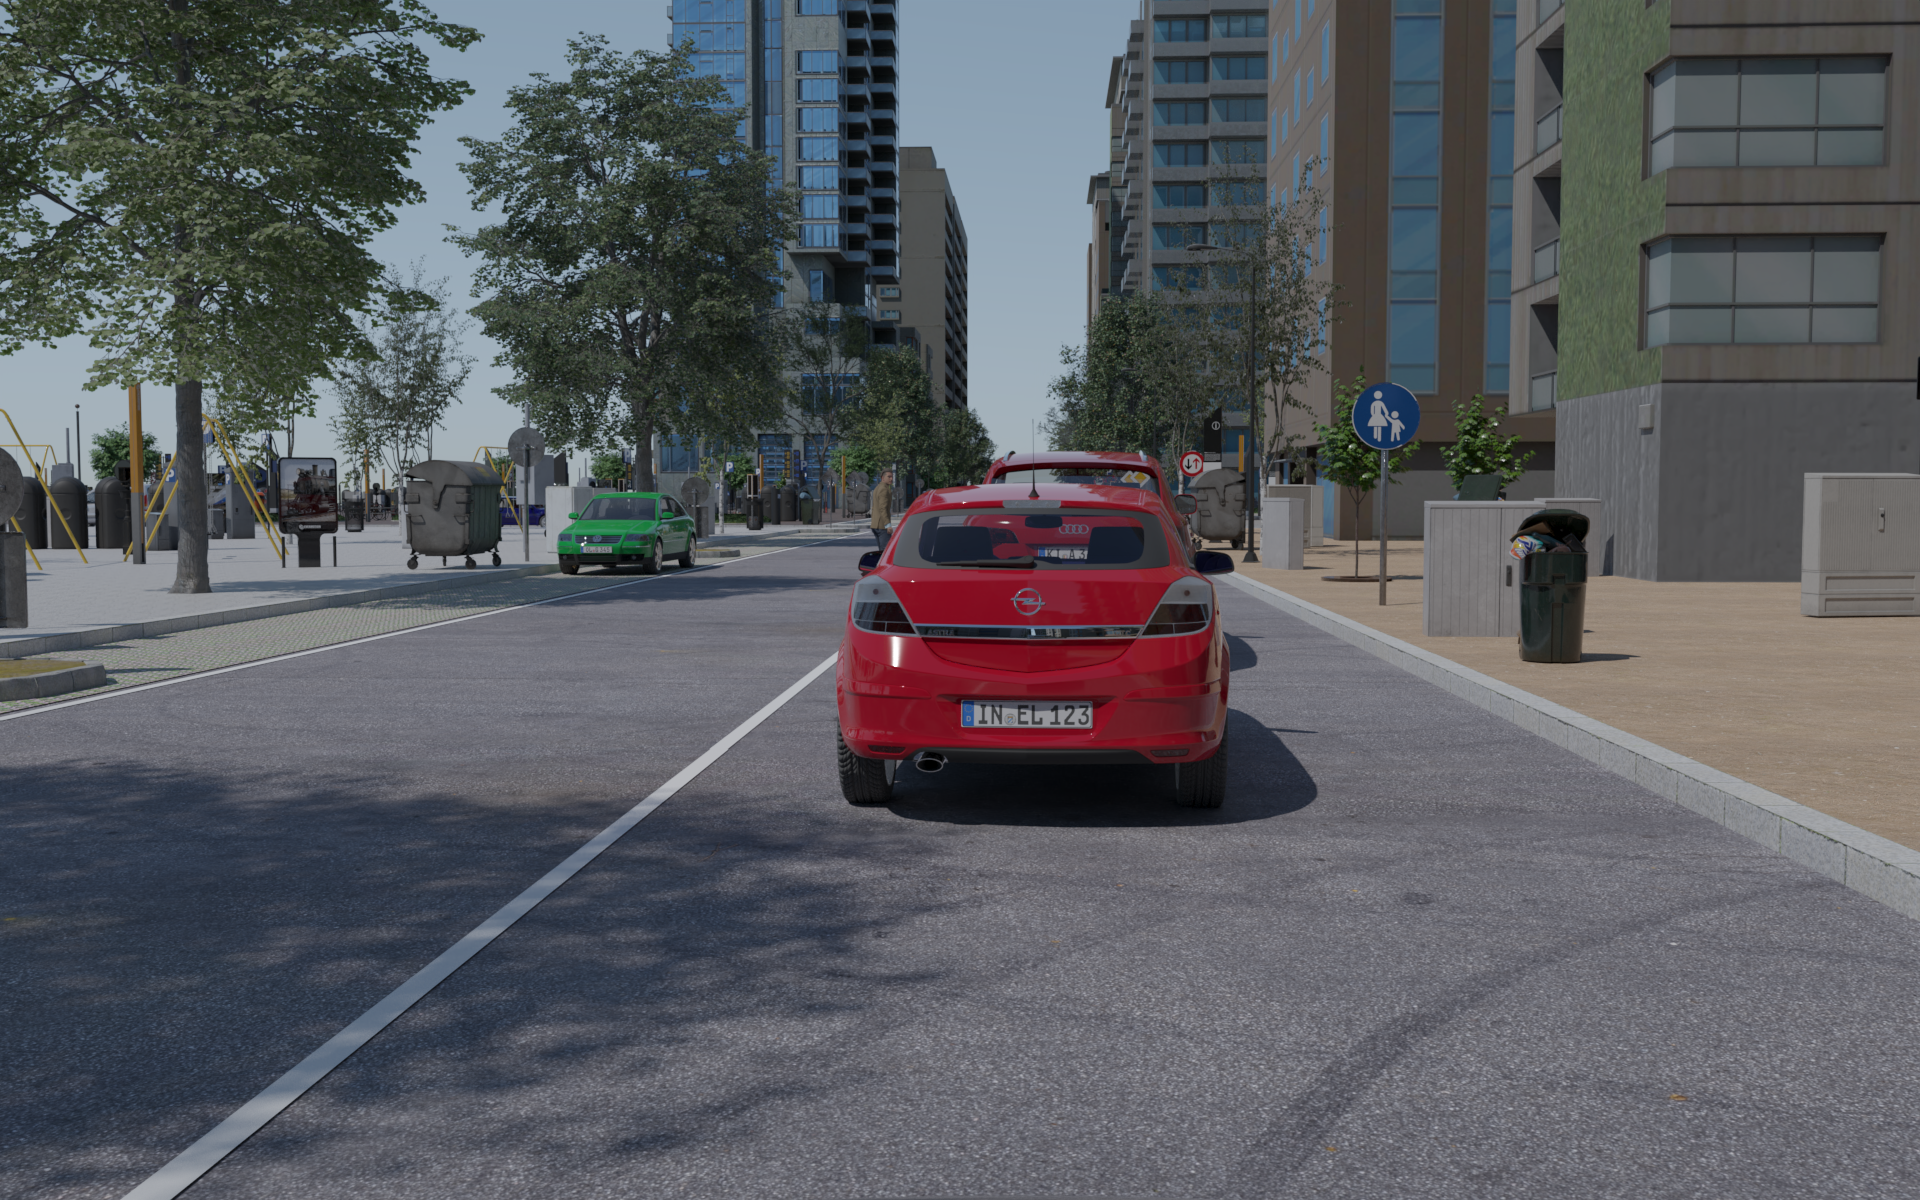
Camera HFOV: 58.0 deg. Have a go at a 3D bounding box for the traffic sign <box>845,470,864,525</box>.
[{"bbox_3d":[-4.429,-4.218,72.614,0.795,2.450,0.064,0,4,3],"label":"traffic sign"}]

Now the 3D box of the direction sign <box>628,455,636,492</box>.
[{"bbox_3d":[-18.808,-6.591,99.756,0.876,3.537,0.379,0,4,-3],"label":"direction sign"}]

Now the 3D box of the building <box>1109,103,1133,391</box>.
[{"bbox_3d":[22.827,-30.631,184.407,14.154,41.232,14.086,0,4,3],"label":"building"}]

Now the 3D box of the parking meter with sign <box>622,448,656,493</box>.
[{"bbox_3d":[-11.879,-4.236,65.517,1.738,3.016,0.543,1,4,20],"label":"parking meter with sign"}]

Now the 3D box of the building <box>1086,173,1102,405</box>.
[{"bbox_3d":[34.813,-42.042,276.630,28.713,52.752,27.495,0,4,3],"label":"building"}]

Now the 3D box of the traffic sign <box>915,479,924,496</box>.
[{"bbox_3d":[-3.357,-8.796,143.918,0.768,2.556,0.104,0,4,5],"label":"traffic sign"}]

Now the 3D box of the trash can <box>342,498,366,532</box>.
[{"bbox_3d":[-20.338,-2.844,58.152,0.748,1.137,0.748,0,3,0],"label":"trash can"}]

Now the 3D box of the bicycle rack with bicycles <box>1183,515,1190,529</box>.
[{"bbox_3d":[8.097,-2.902,60.831,2.925,0.926,2.852,0,4,2],"label":"bicycle rack with bicycles"}]

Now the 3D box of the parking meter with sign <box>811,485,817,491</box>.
[{"bbox_3d":[-12.024,-8.854,141.017,0.543,3.016,1.738,3,5,41],"label":"parking meter with sign"}]

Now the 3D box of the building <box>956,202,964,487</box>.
[{"bbox_3d":[-10.935,-39.313,266.471,21.300,48.544,21.600,0,4,3],"label":"building"}]

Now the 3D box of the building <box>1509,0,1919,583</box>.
[{"bbox_3d":[17.479,-21.213,30.430,14.154,41.232,14.086,0,4,3],"label":"building"}]

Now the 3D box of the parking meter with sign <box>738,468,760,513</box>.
[{"bbox_3d":[-14.223,-7.373,116.815,0.543,3.016,1.738,3,5,44],"label":"parking meter with sign"}]

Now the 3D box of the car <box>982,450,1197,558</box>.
[{"bbox_3d":[1.081,-0.450,16.023,2.281,1.827,5.304,0,4,4],"label":"car"}]

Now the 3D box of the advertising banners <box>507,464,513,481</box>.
[{"bbox_3d":[-25.937,-6.451,101.661,0.090,3.025,2.074,1,4,20],"label":"advertising banners"}]

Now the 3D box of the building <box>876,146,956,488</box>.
[{"bbox_3d":[-12.166,-37.997,244.946,21.300,48.544,21.600,0,4,3],"label":"building"}]

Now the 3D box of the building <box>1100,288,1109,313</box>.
[{"bbox_3d":[26.517,-28.786,242.357,14.160,30.474,14.107,0,4,3],"label":"building"}]

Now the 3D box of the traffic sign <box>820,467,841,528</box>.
[{"bbox_3d":[-4.818,-3.731,64.638,0.795,2.450,0.064,0,4,3],"label":"traffic sign"}]

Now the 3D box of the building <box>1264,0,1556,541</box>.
[{"bbox_3d":[17.269,-24.607,52.443,14.600,45.320,14.200,0,4,3],"label":"building"}]

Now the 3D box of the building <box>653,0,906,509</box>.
[{"bbox_3d":[-15.881,-51.981,162.565,22.319,86.520,31.000,0,4,3],"label":"building"}]

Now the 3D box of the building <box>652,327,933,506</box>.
[{"bbox_3d":[-17.766,-21.380,194.600,27.650,21.520,28.899,0,4,3],"label":"building"}]

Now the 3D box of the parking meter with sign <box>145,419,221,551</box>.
[{"bbox_3d":[-17.898,-2.658,39.719,0.543,3.016,1.738,1,4,18],"label":"parking meter with sign"}]

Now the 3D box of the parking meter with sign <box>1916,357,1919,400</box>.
[{"bbox_3d":[12.824,-1.539,21.429,0.543,3.016,1.738,-2,4,-35],"label":"parking meter with sign"}]

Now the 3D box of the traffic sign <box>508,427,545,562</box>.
[{"bbox_3d":[-8.232,-2.003,32.862,0.768,2.556,0.104,1,4,12],"label":"traffic sign"}]

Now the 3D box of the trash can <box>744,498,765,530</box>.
[{"bbox_3d":[-7.254,-3.035,61.268,0.748,1.137,0.748,0,3,0],"label":"trash can"}]

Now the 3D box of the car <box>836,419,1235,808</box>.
[{"bbox_3d":[0.449,-0.025,9.451,2.155,1.783,4.494,0,4,4],"label":"car"}]

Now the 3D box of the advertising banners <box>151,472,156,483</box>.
[{"bbox_3d":[-64.243,-8.574,136.371,2.074,3.025,0.090,0,4,-3],"label":"advertising banners"}]

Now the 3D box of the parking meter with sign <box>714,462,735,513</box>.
[{"bbox_3d":[-12.862,-5.921,93.061,0.543,3.016,1.738,2,4,31],"label":"parking meter with sign"}]

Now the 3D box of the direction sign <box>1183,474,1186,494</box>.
[{"bbox_3d":[18.106,-9.066,140.229,0.379,3.537,0.876,2,4,26],"label":"direction sign"}]

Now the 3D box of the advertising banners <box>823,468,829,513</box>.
[{"bbox_3d":[-8.918,-7.297,115.497,0.090,3.025,2.074,-1,4,-15],"label":"advertising banners"}]

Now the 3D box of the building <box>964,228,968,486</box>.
[{"bbox_3d":[-9.829,-40.674,288.726,21.300,48.544,21.600,0,4,3],"label":"building"}]

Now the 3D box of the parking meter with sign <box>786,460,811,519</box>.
[{"bbox_3d":[-8.618,-5.708,89.584,0.543,3.016,1.738,-3,5,-43],"label":"parking meter with sign"}]

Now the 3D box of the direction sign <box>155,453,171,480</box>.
[{"bbox_3d":[-44.394,-6.397,96.595,0.876,3.537,0.379,0,4,-1],"label":"direction sign"}]

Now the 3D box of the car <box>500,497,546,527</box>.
[{"bbox_3d":[-17.515,-3.478,69.448,3.894,1.354,1.945,0,4,2],"label":"car"}]

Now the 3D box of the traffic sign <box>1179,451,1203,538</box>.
[{"bbox_3d":[6.829,-3.111,50.965,0.768,2.556,0.104,0,4,8],"label":"traffic sign"}]

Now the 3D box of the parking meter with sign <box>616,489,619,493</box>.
[{"bbox_3d":[-29.344,-9.285,148.064,0.543,3.016,1.738,1,4,18],"label":"parking meter with sign"}]

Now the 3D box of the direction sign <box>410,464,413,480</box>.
[{"bbox_3d":[-36.439,-7.528,115.087,0.379,3.537,0.876,0,4,-7],"label":"direction sign"}]

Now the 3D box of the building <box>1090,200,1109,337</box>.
[{"bbox_3d":[27.162,-37.082,256.396,14.600,45.320,14.200,0,4,3],"label":"building"}]

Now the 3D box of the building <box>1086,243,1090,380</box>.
[{"bbox_3d":[28.852,-39.652,298.412,14.600,45.320,14.200,0,4,3],"label":"building"}]

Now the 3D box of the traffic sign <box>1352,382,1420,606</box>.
[{"bbox_3d":[4.866,-1.208,19.858,0.768,2.556,0.104,0,4,6],"label":"traffic sign"}]

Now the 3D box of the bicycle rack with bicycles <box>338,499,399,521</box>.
[{"bbox_3d":[-28.722,-4.338,84.309,2.925,0.926,2.852,0,4,-1],"label":"bicycle rack with bicycles"}]

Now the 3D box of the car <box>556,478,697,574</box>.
[{"bbox_3d":[-6.128,-1.429,32.166,1.959,1.807,4.718,0,4,4],"label":"car"}]

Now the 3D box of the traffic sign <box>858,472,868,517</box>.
[{"bbox_3d":[-5.589,-6.021,98.554,0.768,2.556,0.104,1,4,10],"label":"traffic sign"}]

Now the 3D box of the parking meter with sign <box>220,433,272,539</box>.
[{"bbox_3d":[-20.583,-3.253,49.444,1.738,3.016,0.543,-3,5,-44],"label":"parking meter with sign"}]

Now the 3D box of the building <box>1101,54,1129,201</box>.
[{"bbox_3d":[31.898,-37.646,204.753,28.713,52.752,27.495,0,4,3],"label":"building"}]

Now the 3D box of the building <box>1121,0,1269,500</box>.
[{"bbox_3d":[26.509,-33.119,161.096,23.786,49.044,30.456,0,4,3],"label":"building"}]

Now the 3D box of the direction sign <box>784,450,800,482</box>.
[{"bbox_3d":[-8.551,-5.882,88.164,0.876,3.537,0.379,2,4,25],"label":"direction sign"}]
